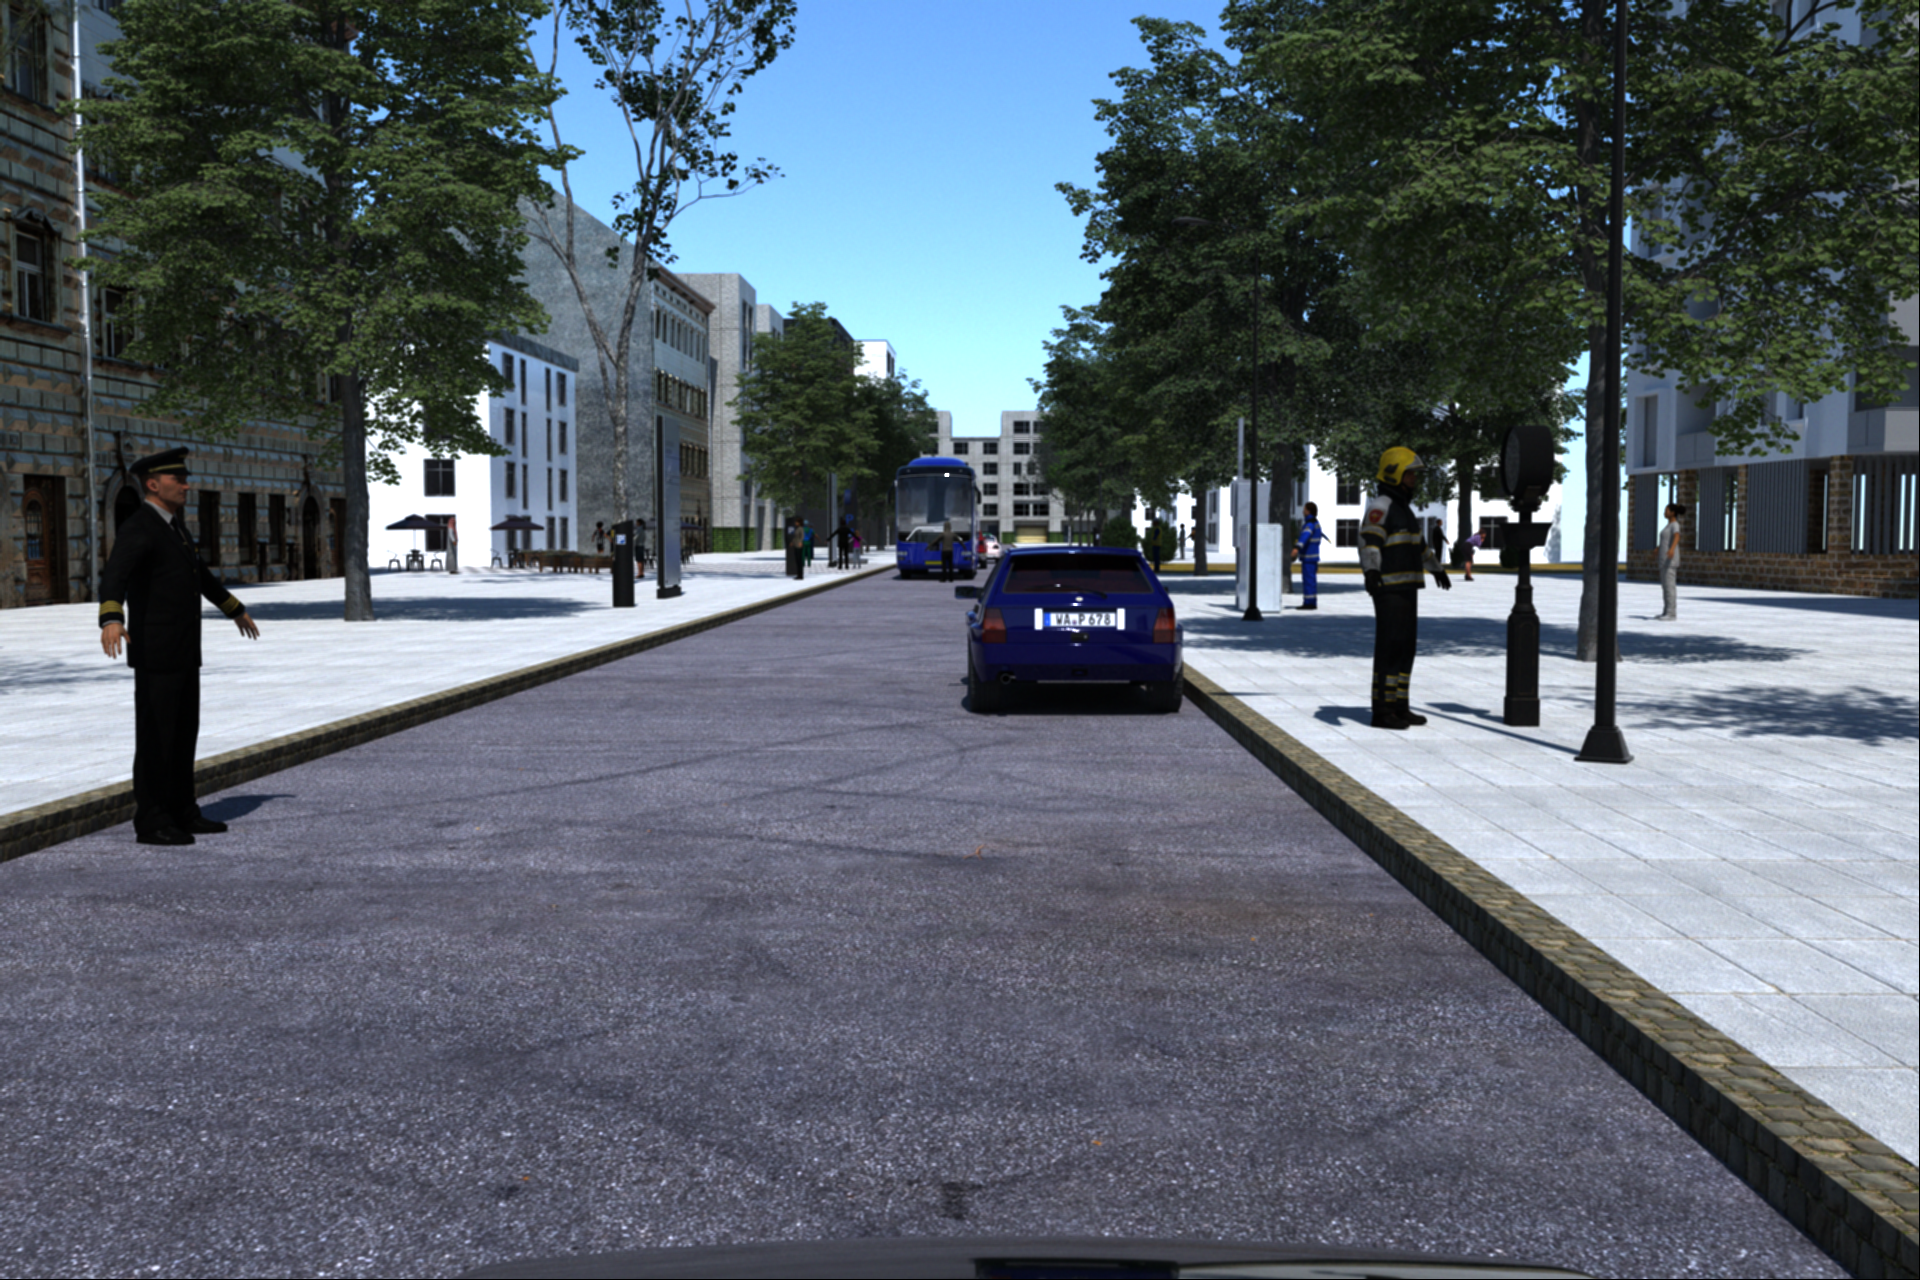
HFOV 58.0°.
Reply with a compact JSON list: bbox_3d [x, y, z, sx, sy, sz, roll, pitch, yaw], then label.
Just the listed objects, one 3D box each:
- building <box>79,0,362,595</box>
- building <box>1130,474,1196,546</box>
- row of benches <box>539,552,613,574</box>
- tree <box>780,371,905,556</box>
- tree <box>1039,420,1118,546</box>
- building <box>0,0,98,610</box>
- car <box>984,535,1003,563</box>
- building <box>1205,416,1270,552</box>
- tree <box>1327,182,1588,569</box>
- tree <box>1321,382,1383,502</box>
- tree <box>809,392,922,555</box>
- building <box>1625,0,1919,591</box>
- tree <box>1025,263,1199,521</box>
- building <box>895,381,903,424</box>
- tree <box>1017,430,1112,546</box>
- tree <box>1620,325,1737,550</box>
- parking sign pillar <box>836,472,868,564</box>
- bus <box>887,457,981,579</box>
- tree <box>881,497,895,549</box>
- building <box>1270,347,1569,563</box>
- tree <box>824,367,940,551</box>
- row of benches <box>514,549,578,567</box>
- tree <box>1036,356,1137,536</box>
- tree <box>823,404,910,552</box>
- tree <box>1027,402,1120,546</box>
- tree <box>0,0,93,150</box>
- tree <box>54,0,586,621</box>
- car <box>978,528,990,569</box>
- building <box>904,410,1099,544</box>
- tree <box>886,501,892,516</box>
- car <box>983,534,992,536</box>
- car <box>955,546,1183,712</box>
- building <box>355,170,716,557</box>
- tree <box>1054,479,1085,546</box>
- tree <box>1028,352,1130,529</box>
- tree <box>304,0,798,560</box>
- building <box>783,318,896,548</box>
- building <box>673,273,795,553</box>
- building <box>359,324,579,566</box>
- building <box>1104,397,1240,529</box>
[{"bbox_3d":[-27.380,-12.947,42.609,19.493,23.208,18.063,0,4,0],"label":"building"},{"bbox_3d":[23.989,-15.567,196.673,9.099,9.664,28.070,0,4,1],"label":"building"},{"bbox_3d":[-12.716,-2.548,57.115,1.422,0.672,4.104,-3,5,-40],"label":"row of benches"},{"bbox_3d":[-6.763,-10.120,99.876,8.767,10.594,7.601,1,4,17],"label":"tree"},{"bbox_3d":[9.561,-11.722,126.069,8.767,10.594,7.601,2,4,24],"label":"tree"},{"bbox_3d":[-25.544,-11.740,22.881,19.493,23.208,18.063,0,4,1],"label":"building"},{"bbox_3d":[1.110,-4.526,86.366,2.083,1.381,4.827,0,4,1],"label":"car"},{"bbox_3d":[22.775,-11.010,122.168,9.099,9.664,28.070,0,4,1],"label":"building"},{"bbox_3d":[18.307,-9.558,62.936,9.857,13.997,8.962,0,3,0],"label":"tree"},{"bbox_3d":[17.580,-7.540,73.639,4.737,8.622,4.395,0,3,0],"label":"tree"},{"bbox_3d":[-6.070,-10.654,108.608,8.767,10.594,7.601,1,4,17],"label":"tree"},{"bbox_3d":[23.675,-11.609,46.226,16.016,20.090,11.380,0,4,1],"label":"building"},{"bbox_3d":[7.962,-10.817,83.512,9.857,13.997,8.962,0,3,0],"label":"tree"},{"bbox_3d":[-22.478,-23.548,228.990,27.936,21.610,32.646,0,4,2],"label":"building"},{"bbox_3d":[10.429,-15.377,161.789,12.009,13.543,11.850,0,3,0],"label":"tree"},{"bbox_3d":[29.851,-9.337,70.780,7.486,12.596,7.792,0,3,0],"label":"tree"},{"bbox_3d":[-4.714,-5.291,74.975,1.447,3.967,1.447,0,4,2],"label":"parking sign pillar"},{"bbox_3d":[-0.659,-4.120,58.912,2.896,3.916,12.251,0,4,1],"label":"bus"},{"bbox_3d":[-6.325,-11.976,146.171,4.360,8.622,3.978,0,3,0],"label":"tree"},{"bbox_3d":[22.751,-9.090,90.765,9.099,9.664,28.070,0,4,2],"label":"building"},{"bbox_3d":[-6.180,-13.811,132.458,9.857,13.997,8.962,0,3,0],"label":"tree"},{"bbox_3d":[-16.790,-3.347,70.184,1.422,0.672,4.104,1,4,18],"label":"row of benches"},{"bbox_3d":[8.294,-10.717,100.979,9.928,11.665,9.643,0,3,0],"label":"tree"},{"bbox_3d":[-6.151,-11.414,121.032,7.601,10.594,8.767,-1,4,-8],"label":"tree"},{"bbox_3d":[9.721,-13.925,138.041,12.009,13.543,11.850,0,3,0],"label":"tree"},{"bbox_3d":[-8.877,-3.766,11.939,4.360,8.622,3.978,0,3,0],"label":"tree"},{"bbox_3d":[-9.045,-6.527,24.851,7.486,12.596,7.792,0,3,0],"label":"tree"},{"bbox_3d":[0.127,-3.917,72.719,2.281,1.827,5.304,0,4,1],"label":"car"},{"bbox_3d":[6.040,-23.554,254.024,31.486,18.905,16.747,0,4,1],"label":"building"},{"bbox_3d":[-5.665,-12.681,157.693,4.737,8.622,4.395,0,3,0],"label":"tree"},{"bbox_3d":[2.086,-8.598,149.380,1.959,1.807,4.718,0,4,1],"label":"car"},{"bbox_3d":[0.927,-0.166,15.295,1.945,1.354,3.894,0,3,0],"label":"car"},{"bbox_3d":[-26.195,-16.850,106.427,19.493,23.208,18.063,0,4,2],"label":"building"},{"bbox_3d":[9.492,-12.442,153.796,4.360,8.622,3.978,0,3,0],"label":"tree"},{"bbox_3d":[9.106,-12.452,113.957,12.009,13.543,11.850,0,3,0],"label":"tree"},{"bbox_3d":[-9.486,-11.484,43.651,12.611,20.169,13.585,0,3,0],"label":"tree"},{"bbox_3d":[-21.719,-20.602,180.815,27.936,21.610,32.646,0,4,2],"label":"building"},{"bbox_3d":[-22.970,-16.331,133.472,16.747,18.905,31.486,0,4,1],"label":"building"},{"bbox_3d":[-22.868,-8.646,83.514,9.099,9.664,28.070,0,4,2],"label":"building"},{"bbox_3d":[27.625,-23.981,223.024,19.493,23.208,18.063,0,4,1],"label":"building"}]
